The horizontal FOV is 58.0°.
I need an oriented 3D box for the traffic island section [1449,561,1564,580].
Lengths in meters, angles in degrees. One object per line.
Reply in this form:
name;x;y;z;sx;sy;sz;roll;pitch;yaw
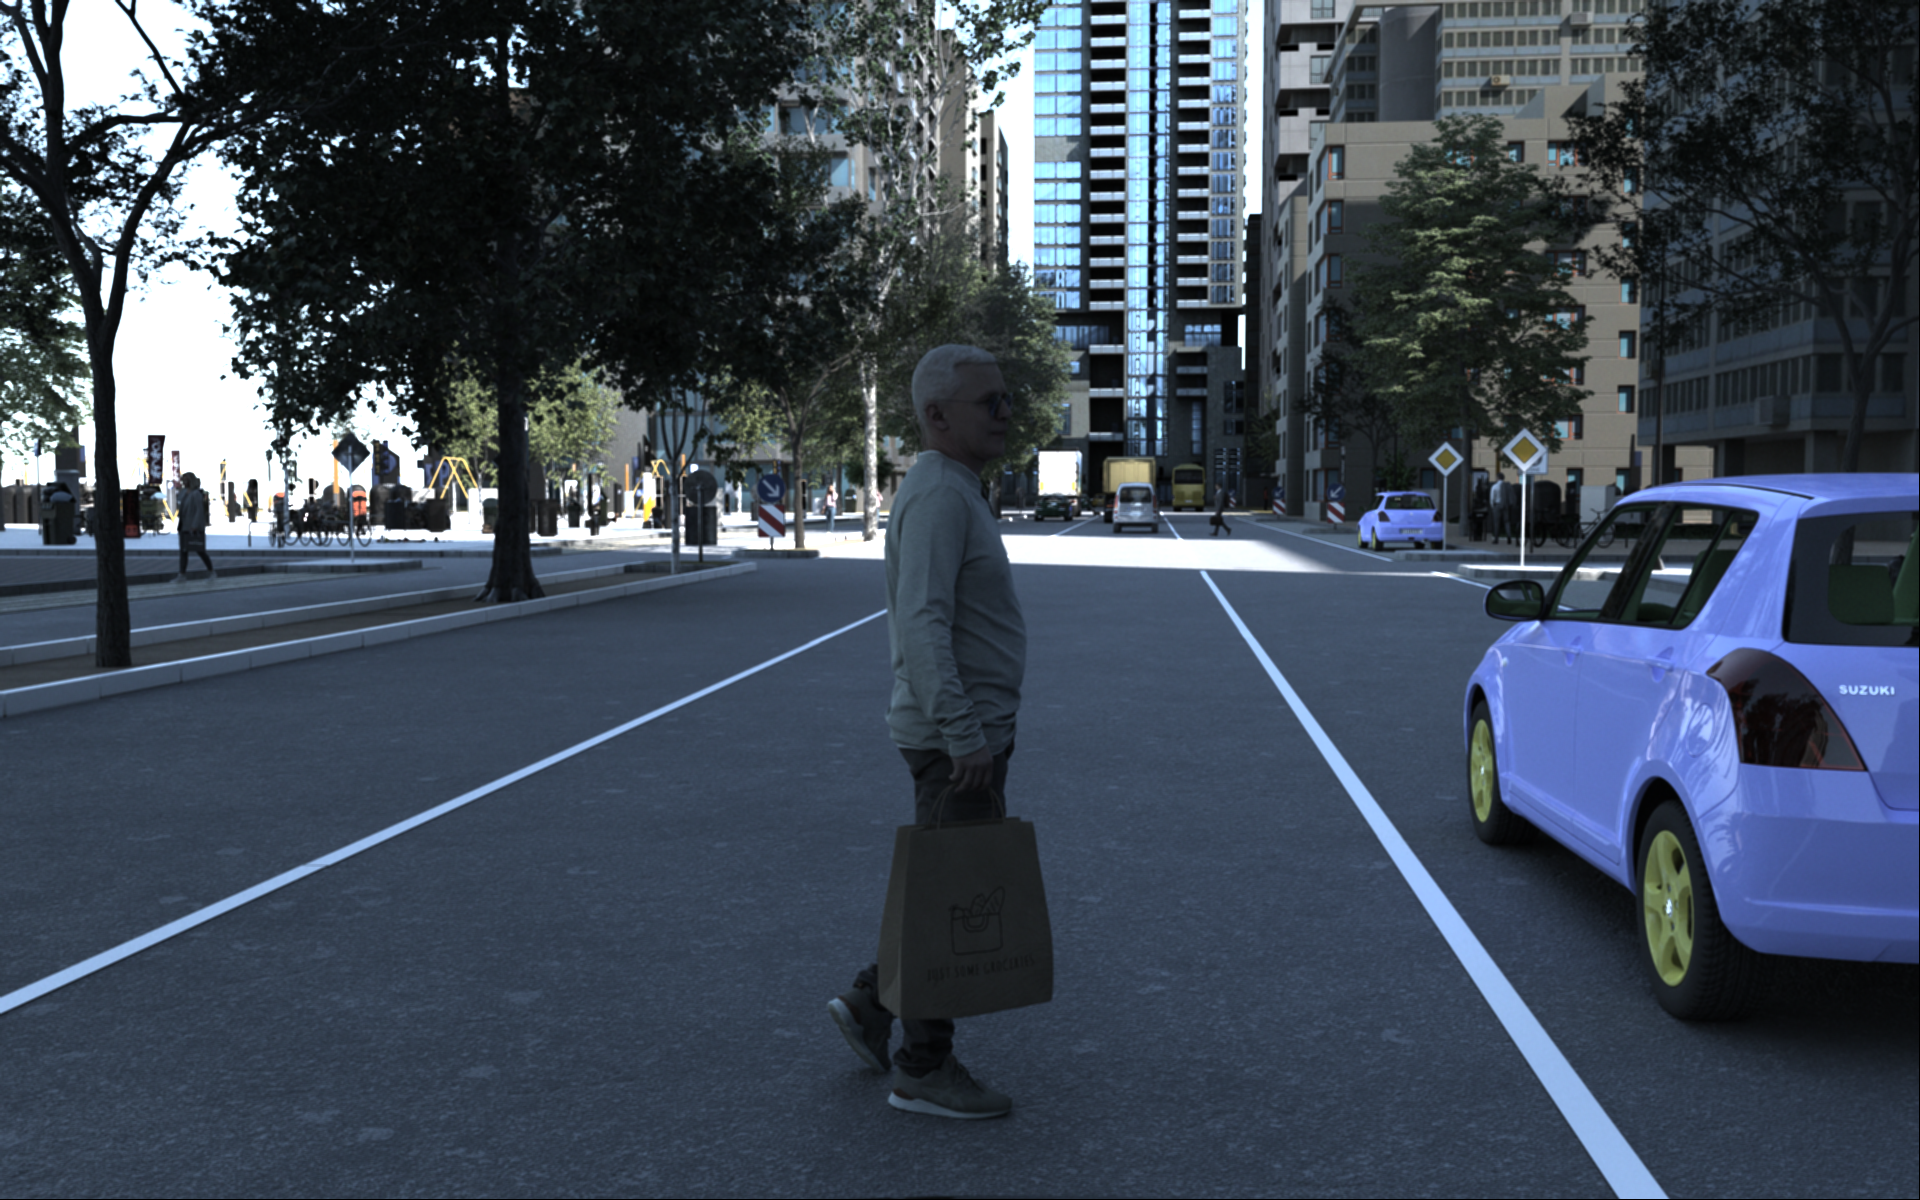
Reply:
traffic island section;9.865;-0.488;30.262;2.009;0.180;2.903;0;4;6

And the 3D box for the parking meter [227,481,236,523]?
parking meter;-32.346;-4.355;76.912;0.255;1.863;0.399;-1;4;-11

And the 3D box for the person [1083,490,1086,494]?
person;12.099;-9.755;168.003;0.705;1.823;1.348;2;4;31

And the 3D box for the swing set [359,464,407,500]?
swing set;-30.078;-5.676;90.420;2.862;2.851;3.119;1;4;8

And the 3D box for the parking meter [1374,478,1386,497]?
parking meter;14.957;-3.425;61.704;0.399;1.863;0.255;-2;4;-31

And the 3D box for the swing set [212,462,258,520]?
swing set;-35.938;-5.268;83.755;2.862;2.851;3.119;0;4;3

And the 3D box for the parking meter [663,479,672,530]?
parking meter;-10.518;-3.485;62.686;0.399;1.863;0.255;-2;4;-34

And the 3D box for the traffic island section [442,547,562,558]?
traffic island section;-10.589;-1.115;40.512;2.009;0.180;2.903;0;4;6

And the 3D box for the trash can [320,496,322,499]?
trash can;-40.311;-6.026;110.172;0.748;1.137;0.748;0;3;0

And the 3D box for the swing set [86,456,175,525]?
swing set;-35.068;-4.542;71.888;2.862;2.851;3.119;1;4;21

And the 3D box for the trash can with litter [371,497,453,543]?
trash can with litter;-14.605;-2.141;46.064;2.233;1.210;1.678;-2;4;-27

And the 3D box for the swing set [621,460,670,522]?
swing set;-14.142;-5.075;80.592;2.862;2.851;3.119;-1;4;-20

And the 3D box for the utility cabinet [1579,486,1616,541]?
utility cabinet;16.945;-2.284;46.021;0.318;1.500;1.173;-1;4;-12

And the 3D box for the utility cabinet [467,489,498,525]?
utility cabinet;-19.822;-3.868;71.918;1.173;1.500;0.318;-2;4;-34

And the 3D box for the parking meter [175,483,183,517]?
parking meter;-42.934;-5.475;95.229;0.399;1.863;0.255;2;4;24

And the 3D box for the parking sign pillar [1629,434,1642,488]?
parking sign pillar;30.605;-5.510;78.561;1.447;3.967;1.447;1;4;19

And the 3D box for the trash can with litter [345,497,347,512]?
trash can with litter;-30.653;-4.558;85.910;0.624;1.170;1.055;-1;4;-13

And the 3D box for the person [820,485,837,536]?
person;-4.477;-3.088;59.584;0.593;1.750;0.643;1;4;16

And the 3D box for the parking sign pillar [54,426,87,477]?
parking sign pillar;-34.807;-4.852;67.803;1.447;3.967;1.447;2;4;25

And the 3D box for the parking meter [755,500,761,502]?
parking meter;-12.084;-5.830;103.726;0.372;1.533;0.369;0;3;0

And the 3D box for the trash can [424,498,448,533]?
trash can;-17.366;-2.801;57.445;0.748;1.137;0.748;0;3;0

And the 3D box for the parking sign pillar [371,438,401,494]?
parking sign pillar;-27.430;-5.767;82.755;1.447;3.967;1.447;0;4;2

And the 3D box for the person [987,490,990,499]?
person;3.303;-11.051;187.507;1.217;1.735;0.721;3;4;38

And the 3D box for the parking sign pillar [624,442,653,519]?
parking sign pillar;-16.693;-6.199;89.824;1.447;3.967;1.447;-1;4;-16

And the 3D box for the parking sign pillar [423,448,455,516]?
parking sign pillar;-30.370;-6.905;101.366;1.447;3.967;1.447;1;4;12

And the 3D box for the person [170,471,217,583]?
person;-12.364;-1.180;27.983;0.709;1.800;0.728;3;5;40

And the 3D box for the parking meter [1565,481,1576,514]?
parking meter;26.345;-4.222;74.735;0.399;1.863;0.255;0;4;-5

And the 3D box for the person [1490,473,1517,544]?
person;13.922;-2.339;44.391;0.679;1.850;0.850;0;4;-6

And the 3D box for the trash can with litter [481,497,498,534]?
trash can with litter;-15.196;-2.737;56.139;0.624;1.170;1.055;0;4;-7

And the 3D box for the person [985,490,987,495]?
person;2.627;-10.859;184.145;0.434;1.755;0.990;-1;4;-15

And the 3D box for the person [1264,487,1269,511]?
person;23.388;-7.720;132.207;0.705;1.831;1.348;0;4;3

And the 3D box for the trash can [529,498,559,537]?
trash can;-12.356;-2.458;51.843;0.748;1.137;0.748;0;3;0

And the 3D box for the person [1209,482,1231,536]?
person;8.890;-3.094;59.057;0.822;1.834;0.622;0;4;-4

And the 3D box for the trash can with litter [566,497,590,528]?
trash can with litter;-14.504;-3.349;66.149;1.055;1.170;0.624;-1;4;-16

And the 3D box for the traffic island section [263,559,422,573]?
traffic island section;-11.451;-0.629;32.573;2.009;0.180;2.903;0;4;6

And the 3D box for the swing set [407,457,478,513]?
swing set;-21.877;-4.720;74.789;2.862;2.851;3.119;0;4;-3

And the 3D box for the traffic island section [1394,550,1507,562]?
traffic island section;10.727;-0.974;38.201;2.009;0.180;2.903;0;4;6

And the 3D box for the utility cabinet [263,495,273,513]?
utility cabinet;-46.618;-6.489;117.255;1.020;1.237;0.306;-2;4;-35

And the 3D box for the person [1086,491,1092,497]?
person;12.568;-9.924;171.468;1.217;1.735;0.721;-1;4;-13

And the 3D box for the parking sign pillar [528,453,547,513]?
parking sign pillar;-27.944;-7.690;114.202;1.447;3.967;1.447;1;4;13

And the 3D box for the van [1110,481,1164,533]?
van;6.575;-3.522;64.588;2.013;2.044;4.112;0;4;7

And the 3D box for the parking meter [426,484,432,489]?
parking meter;-32.161;-6.081;105.135;0.399;1.863;0.255;-1;4;-9

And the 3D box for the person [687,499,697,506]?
person;-13.146;-4.763;84.410;0.515;1.767;0.782;2;4;33

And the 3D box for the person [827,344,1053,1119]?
person;-0.062;0.311;3.896;0.515;1.767;0.782;0;4;0

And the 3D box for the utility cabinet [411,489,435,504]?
utility cabinet;-22.706;-3.924;72.836;1.173;1.500;0.318;-1;4;-14

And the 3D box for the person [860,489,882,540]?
person;-2.765;-2.715;53.482;0.643;1.750;0.593;3;4;38

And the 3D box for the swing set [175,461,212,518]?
swing set;-35.179;-4.799;76.083;3.119;2.851;2.862;3;5;39

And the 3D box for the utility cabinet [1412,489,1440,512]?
utility cabinet;20.680;-4.174;76.931;1.173;1.500;0.318;3;4;38

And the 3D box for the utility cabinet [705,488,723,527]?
utility cabinet;-9.617;-3.604;67.612;0.318;1.500;1.173;-2;4;-30

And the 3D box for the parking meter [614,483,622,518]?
parking meter;-18.355;-5.339;93.005;0.255;1.863;0.399;3;4;39
